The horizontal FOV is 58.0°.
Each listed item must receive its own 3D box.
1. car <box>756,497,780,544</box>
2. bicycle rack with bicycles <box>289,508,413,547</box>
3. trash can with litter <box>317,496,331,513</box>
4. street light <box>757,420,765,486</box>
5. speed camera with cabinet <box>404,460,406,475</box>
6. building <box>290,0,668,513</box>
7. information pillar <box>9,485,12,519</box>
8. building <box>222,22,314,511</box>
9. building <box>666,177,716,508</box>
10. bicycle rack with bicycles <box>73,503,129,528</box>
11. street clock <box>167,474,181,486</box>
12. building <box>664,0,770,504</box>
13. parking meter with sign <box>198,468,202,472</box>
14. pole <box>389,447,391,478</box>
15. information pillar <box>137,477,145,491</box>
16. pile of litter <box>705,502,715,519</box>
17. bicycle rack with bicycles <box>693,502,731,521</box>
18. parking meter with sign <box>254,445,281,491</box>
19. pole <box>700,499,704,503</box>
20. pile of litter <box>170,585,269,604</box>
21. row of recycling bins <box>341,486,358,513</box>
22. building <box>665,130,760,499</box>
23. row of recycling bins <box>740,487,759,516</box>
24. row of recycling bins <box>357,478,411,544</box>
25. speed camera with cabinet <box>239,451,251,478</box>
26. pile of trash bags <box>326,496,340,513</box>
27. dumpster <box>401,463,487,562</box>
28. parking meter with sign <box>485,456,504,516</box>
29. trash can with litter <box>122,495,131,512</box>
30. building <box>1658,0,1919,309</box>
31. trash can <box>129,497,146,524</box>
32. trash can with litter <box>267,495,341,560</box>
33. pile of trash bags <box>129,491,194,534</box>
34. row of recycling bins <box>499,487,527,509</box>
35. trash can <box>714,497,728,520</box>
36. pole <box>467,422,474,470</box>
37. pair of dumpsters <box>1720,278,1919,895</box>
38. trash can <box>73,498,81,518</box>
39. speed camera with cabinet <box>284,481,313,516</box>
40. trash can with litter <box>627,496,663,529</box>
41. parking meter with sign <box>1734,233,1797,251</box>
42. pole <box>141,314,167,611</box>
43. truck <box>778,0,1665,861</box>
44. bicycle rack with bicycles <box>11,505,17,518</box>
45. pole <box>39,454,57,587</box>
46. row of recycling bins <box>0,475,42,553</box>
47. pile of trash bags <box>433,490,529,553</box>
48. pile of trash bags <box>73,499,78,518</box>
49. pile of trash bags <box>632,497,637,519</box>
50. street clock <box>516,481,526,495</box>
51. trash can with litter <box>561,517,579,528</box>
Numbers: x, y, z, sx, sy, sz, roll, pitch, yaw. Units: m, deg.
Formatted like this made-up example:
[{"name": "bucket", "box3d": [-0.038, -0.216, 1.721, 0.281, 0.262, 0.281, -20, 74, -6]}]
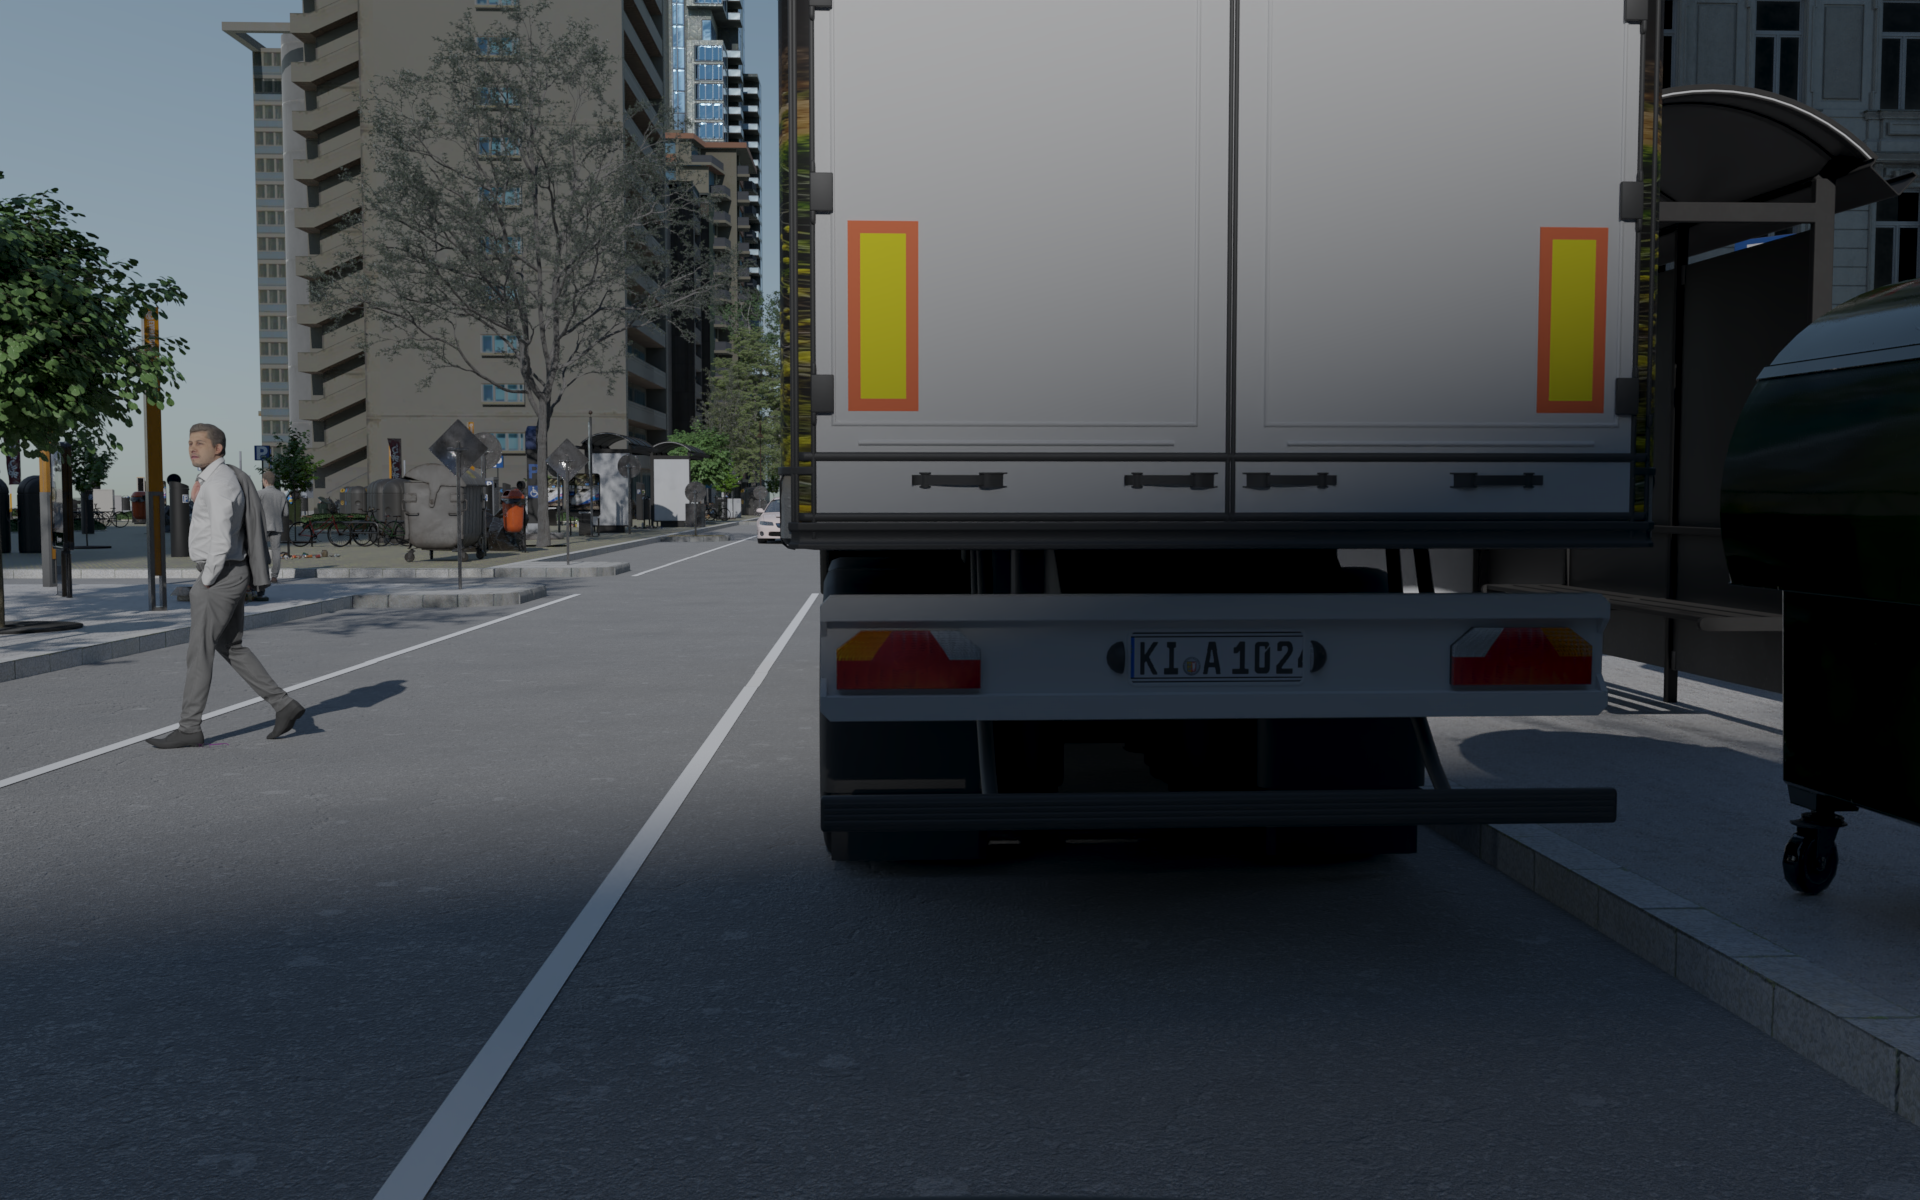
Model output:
[{"name": "car", "box3d": [-4.975, -2.403, 51.651, 2.083, 1.381, 4.827, 0, 4, -1]}, {"name": "bicycle rack with bicycles", "box3d": [-14.593, -1.788, 42.615, 2.925, 0.926, 2.852, 1, 4, 12]}, {"name": "trash can with litter", "box3d": [-29.196, -4.205, 80.136, 1.055, 1.170, 0.624, 1, 4, 15]}, {"name": "street light", "box3d": [-12.457, -8.282, 108.192, 0.468, 5.910, 1.993, 0, 4, -2]}, {"name": "speed camera with cabinet", "box3d": [-32.669, -6.600, 102.251, 0.660, 3.252, 2.038, 0, 4, 4]}, {"name": "building", "box3d": [-31.795, -30.129, 116.309, 21.300, 48.544, 21.600, 0, 4, -2]}, {"name": "information pillar", "box3d": [-49.183, -6.013, 89.668, 0.183, 3.616, 0.504, -2, 4, -32]}, {"name": "building", "box3d": [-38.383, -27.362, 139.257, 32.217, 40.220, 23.993, 0, 4, -2]}, {"name": "building", "box3d": [-30.195, -23.685, 158.945, 14.160, 30.474, 14.107, 0, 4, -2]}, {"name": "bicycle rack with bicycles", "box3d": [-33.163, -3.211, 65.886, 2.925, 0.926, 2.852, -1, 4, -10]}, {"name": "street clock", "box3d": [-27.728, -3.460, 61.144, 0.471, 2.002, 0.358, -2, 4, -26]}, {"name": "building", "box3d": [-37.417, -56.671, 239.235, 22.319, 86.520, 31.000, 0, 4, -2]}, {"name": "parking meter with sign", "box3d": [-38.166, -5.663, 88.853, 0.543, 3.016, 1.738, 2, 4, 27]}, {"name": "pole", "box3d": [-22.872, -4.644, 69.774, 0.158, 3.312, 0.155, 0, 3, 0]}, {"name": "information pillar", "box3d": [-35.476, -4.316, 75.057, 0.304, 2.012, 0.304, -1, 4, -22]}, {"name": "pile of litter", "box3d": [-13.332, -4.735, 91.377, 1.176, 0.858, 1.719, 3, 5, 41]}, {"name": "bicycle rack with bicycles", "box3d": [-12.386, -4.228, 82.508, 2.925, 0.926, 2.852, 0, 4, -3]}, {"name": "parking meter with sign", "box3d": [-24.920, -4.069, 62.792, 0.543, 3.016, 1.738, 0, 4, 1]}, {"name": "pole", "box3d": [-13.959, -6.108, 93.716, 0.158, 3.312, 0.155, 0, 3, 0]}, {"name": "pile of litter", "box3d": [-8.883, -0.420, 20.828, 1.176, 0.858, 1.719, -1, 4, -8]}, {"name": "row of recycling bins", "box3d": [-29.703, -4.946, 87.978, 1.069, 1.692, 3.534, 1, 4, 19]}, {"name": "building", "box3d": [-36.156, -34.008, 210.651, 22.147, 44.769, 28.867, 0, 4, -2]}, {"name": "row of recycling bins", "box3d": [-12.679, -5.980, 104.879, 1.069, 1.692, 3.534, -1, 4, -12]}, {"name": "row of recycling bins", "box3d": [-15.132, -2.381, 46.042, 1.069, 1.692, 3.534, -2, 4, -27]}, {"name": "speed camera with cabinet", "box3d": [-33.624, -5.199, 79.346, 2.038, 3.252, 0.660, -2, 4, -34]}, {"name": "pile of trash bags", "box3d": [-36.218, -5.679, 102.607, 3.447, 1.369, 1.912, 2, 4, 30]}, {"name": "dumpster", "box3d": [-9.907, -1.683, 33.272, 1.264, 1.857, 1.865, 0, 4, -3]}, {"name": "parking meter with sign", "box3d": [-21.114, -5.000, 78.018, 0.543, 3.016, 1.738, 0, 4, 6]}, {"name": "trash can with litter", "box3d": [-47.858, -5.456, 100.262, 1.678, 1.210, 2.233, 2, 4, 27]}, {"name": "building", "box3d": [31.775, -16.636, 48.414, 44.131, 29.872, 17.030, 0, 4, -2]}, {"name": "trash can", "box3d": [-34.911, -3.794, 73.688, 0.748, 1.137, 0.748, 0, 3, 0]}, {"name": "trash can with litter", "box3d": [-13.270, -1.446, 34.693, 1.678, 1.210, 2.233, 2, 4, 35]}, {"name": "pile of trash bags", "box3d": [-26.041, -2.925, 57.573, 1.912, 1.369, 3.447, 2, 4, 23]}, {"name": "row of recycling bins", "box3d": [-26.236, -5.701, 100.322, 3.534, 1.692, 1.069, -3, 5, -42]}, {"name": "trash can", "box3d": [-11.874, -4.555, 86.135, 0.748, 1.137, 0.748, 0, 3, 0]}, {"name": "pole", "box3d": [-13.855, -3.379, 49.093, 0.158, 3.312, 0.155, 0, 3, 0]}, {"name": "pair of dumpsters", "box3d": [3.347, -0.062, 3.512, 1.574, 2.255, 4.437, 0, 4, -2]}, {"name": "trash can", "box3d": [-35.782, -3.584, 70.245, 0.748, 1.137, 0.748, 0, 3, 0]}, {"name": "speed camera with cabinet", "box3d": [-37.396, -6.338, 97.957, 0.660, 3.252, 2.038, 1, 4, 12]}, {"name": "trash can with litter", "box3d": [-11.868, -3.254, 64.253, 1.678, 1.210, 2.233, 1, 4, 12]}, {"name": "parking meter with sign", "box3d": [6.186, -0.979, 12.274, 1.738, 3.016, 0.543, -2, 4, -35]}, {"name": "pole", "box3d": [-8.830, -1.537, 18.967, 0.158, 3.312, 0.155, 0, 3, 0]}, {"name": "truck", "box3d": [0.394, -1.305, 10.247, 2.839, 4.237, 11.283, 0, 4, -3]}, {"name": "bicycle rack with bicycles", "box3d": [-42.908, -4.177, 81.672, 2.925, 0.926, 2.852, 3, 4, 37]}, {"name": "pole", "box3d": [-12.574, -1.837, 23.872, 0.158, 3.312, 0.155, 0, 3, 0]}, {"name": "row of recycling bins", "box3d": [-21.482, -1.863, 37.573, 3.534, 1.692, 1.069, -1, 4, -12]}, {"name": "pile of trash bags", "box3d": [-10.559, -1.778, 38.822, 1.912, 1.369, 3.447, -3, 4, -38]}, {"name": "pile of trash bags", "box3d": [-44.657, -4.638, 85.584, 1.912, 1.369, 3.447, -2, 4, -27]}, {"name": "pile of trash bags", "box3d": [-17.211, -4.779, 87.895, 3.447, 1.369, 1.912, -2, 4, -25]}, {"name": "street clock", "box3d": [-23.882, -5.486, 94.272, 0.471, 2.002, 0.358, 2, 4, 28]}, {"name": "trash can with litter", "box3d": [-16.247, -3.788, 72.986, 2.233, 1.210, 1.678, -3, 4, -38]}]
